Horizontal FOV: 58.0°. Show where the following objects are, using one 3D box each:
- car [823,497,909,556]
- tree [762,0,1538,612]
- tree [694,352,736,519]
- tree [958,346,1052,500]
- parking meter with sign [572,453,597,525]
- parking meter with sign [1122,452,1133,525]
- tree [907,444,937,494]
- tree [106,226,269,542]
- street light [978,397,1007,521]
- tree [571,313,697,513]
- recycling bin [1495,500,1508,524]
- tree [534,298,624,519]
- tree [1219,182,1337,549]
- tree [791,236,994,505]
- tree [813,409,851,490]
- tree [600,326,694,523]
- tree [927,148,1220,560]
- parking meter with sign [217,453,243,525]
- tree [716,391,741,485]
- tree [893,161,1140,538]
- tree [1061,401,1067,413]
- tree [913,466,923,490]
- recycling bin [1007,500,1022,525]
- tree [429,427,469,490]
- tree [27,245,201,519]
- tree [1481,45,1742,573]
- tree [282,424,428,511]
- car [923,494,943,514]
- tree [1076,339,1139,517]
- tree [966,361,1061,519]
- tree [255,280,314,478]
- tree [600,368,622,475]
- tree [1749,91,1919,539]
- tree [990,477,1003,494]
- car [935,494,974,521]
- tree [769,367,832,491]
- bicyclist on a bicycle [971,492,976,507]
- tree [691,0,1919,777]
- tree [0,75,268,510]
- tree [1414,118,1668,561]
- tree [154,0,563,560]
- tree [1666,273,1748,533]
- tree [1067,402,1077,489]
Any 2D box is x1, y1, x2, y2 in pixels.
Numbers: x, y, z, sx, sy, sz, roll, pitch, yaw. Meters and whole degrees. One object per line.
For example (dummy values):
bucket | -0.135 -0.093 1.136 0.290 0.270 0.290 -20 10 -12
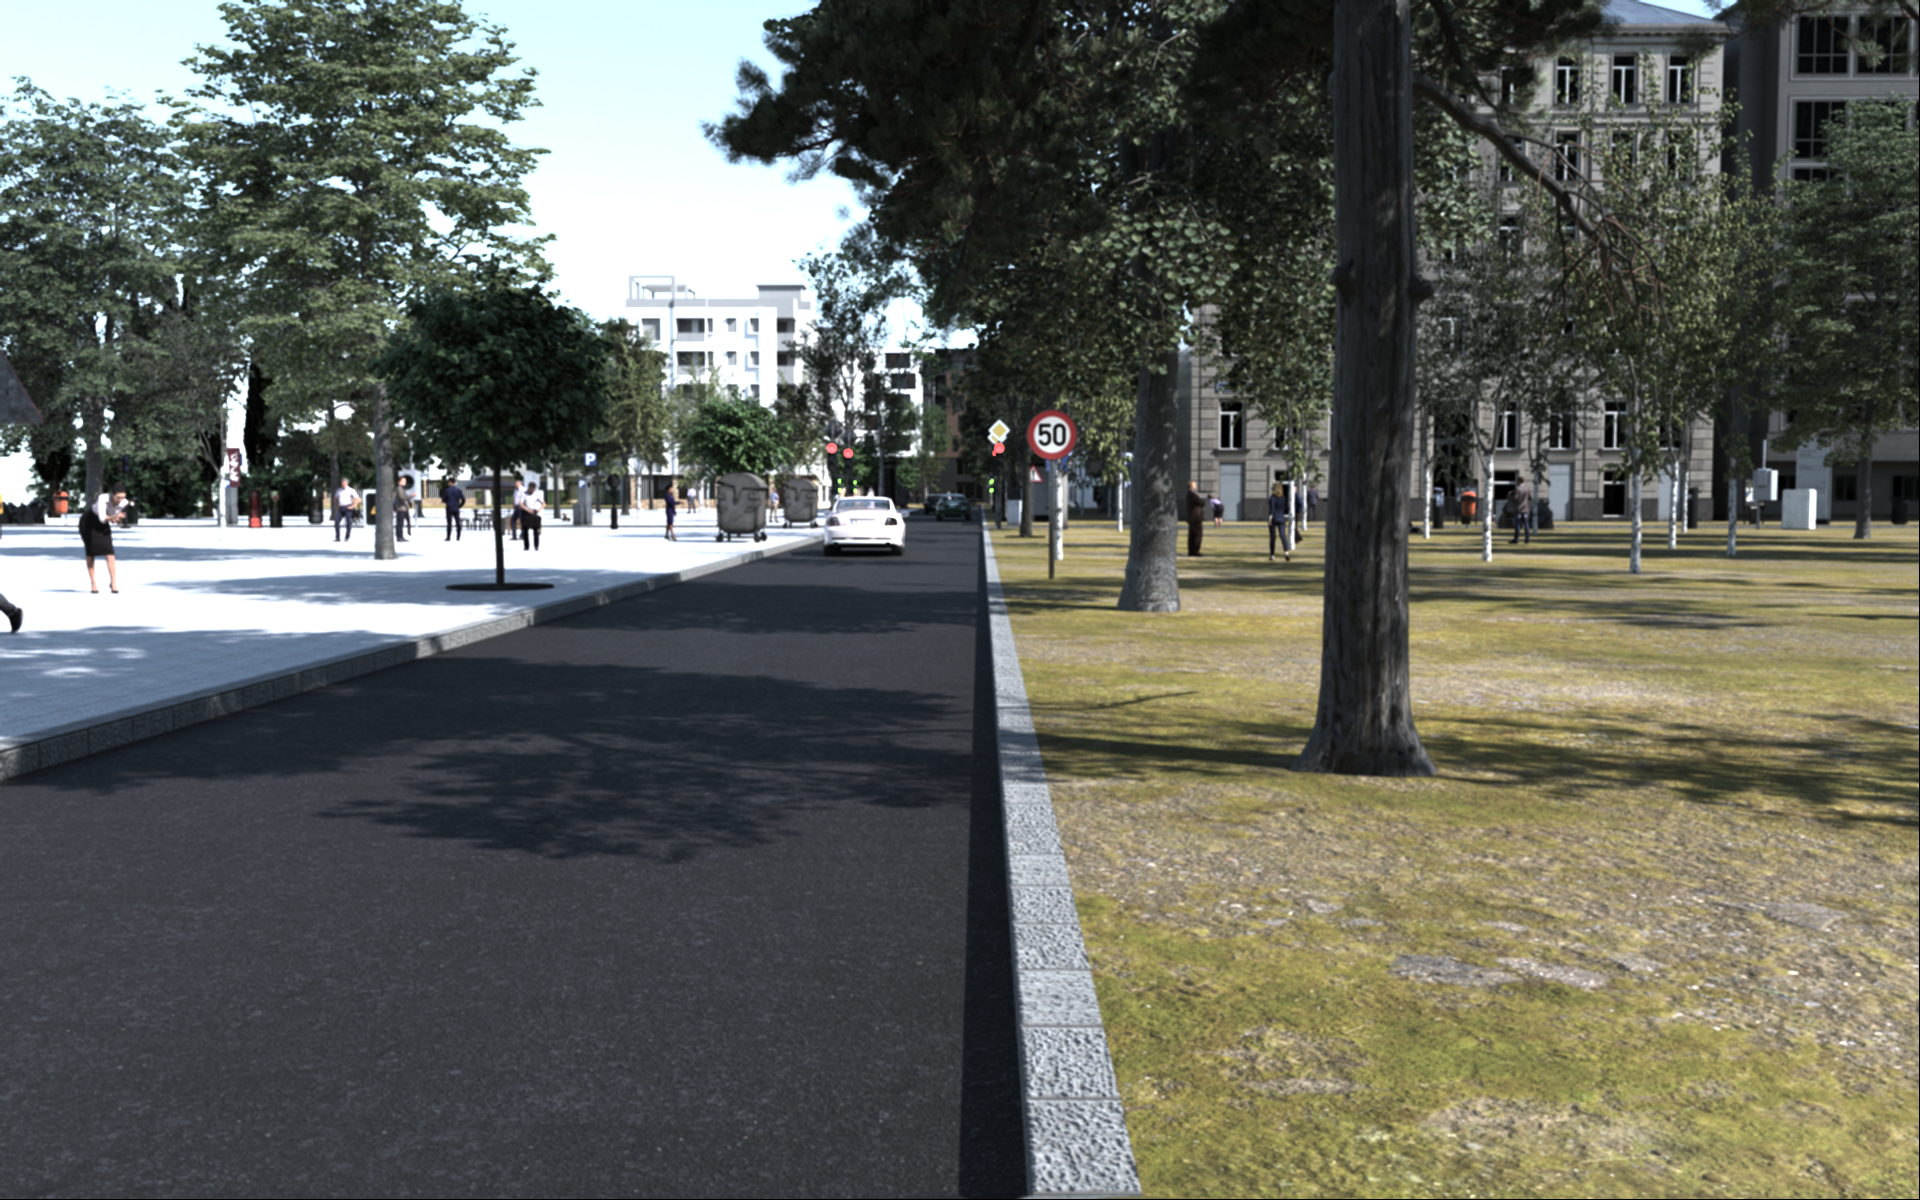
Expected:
car | -2.274 -1.792 41.667 2.083 1.381 4.827 0 4 -1
tree | 2.110 -6.863 18.867 9.857 13.997 8.962 0 3 0
tree | -13.513 -8.477 88.954 4.737 8.622 4.395 0 3 0
tree | 3.888 -13.849 133.861 7.806 13.903 7.818 0 3 0
parking meter with sign | -15.703 -4.656 72.386 0.543 3.016 1.738 0 4 8
parking meter with sign | 7.079 -4.675 72.705 0.543 3.016 1.738 1 4 8
tree | -4.653 -16.688 223.218 4.360 8.622 3.978 0 3 0
tree | -19.886 -5.846 45.953 4.360 8.622 3.978 0 3 0
street light | 1.551 -6.701 82.103 1.470 5.913 1.316 0 4 1
tree | -24.990 -12.734 118.575 12.009 13.543 11.850 0 3 0
recycling bin | 23.251 -3.732 73.580 0.722 1.027 0.722 -2 4 -24
tree | -20.955 -9.999 89.239 9.928 11.665 9.643 0 3 0
tree | 7.447 -5.474 39.862 4.737 8.622 4.395 0 3 0
tree | -4.238 -15.677 112.214 12.611 20.169 13.585 0 3 0
tree | -10.286 -11.902 144.966 4.360 8.622 3.978 0 3 0
tree | -14.130 -7.674 75.836 4.737 8.622 4.395 0 3 0
tree | 2.007 -5.072 33.292 4.737 8.622 4.395 0 3 0
parking meter with sign | -30.787 -4.691 72.964 0.543 3.016 1.738 0 4 -2
tree | -16.283 -10.482 121.746 4.360 8.622 3.978 0 3 0
tree | 1.810 -7.632 50.541 9.928 11.665 9.643 0 3 0
tree | 6.499 -9.793 110.478 4.360 8.622 3.978 0 3 0
tree | -5.062 -10.957 162.866 4.285 4.588 4.351 0 3 0
recycling bin | 2.450 -3.640 72.061 0.722 1.027 0.722 3 5 41
tree | -32.114 -9.775 110.182 4.737 8.622 4.395 0 3 0
tree | -44.193 -11.909 96.533 13.155 14.587 18.604 0 4 -1
tree | 10.733 -4.740 27.857 4.737 8.622 4.395 0 3 0
tree | -47.152 -10.392 132.820 11.467 7.101 20.602 -2 4 -29
car | -1.675 -7.078 125.512 2.009 1.686 4.222 0 4 1
tree | 7.873 -7.735 76.827 4.360 8.622 3.978 0 3 0
tree | 2.516 -8.292 85.942 4.360 8.622 3.978 0 3 0
tree | -29.863 -9.809 82.425 6.751 12.117 7.091 0 3 0
tree | -27.646 -12.949 129.847 7.486 12.596 7.792 0 3 0
tree | 26.380 -8.033 49.471 7.486 12.596 7.792 0 3 0
tree | 3.338 -10.509 166.429 1.663 3.219 1.824 0 3 0
car | -0.333 -5.055 94.441 2.131 1.459 4.920 0 4 2
tree | -9.236 -9.011 97.688 4.737 8.622 4.395 0 3 0
bicyclist on a bicycle | 1.483 -10.924 188.625 1.499 1.676 1.625 0 4 1
tree | 1.873 -5.235 7.647 6.751 12.117 7.091 0 3 0
tree | -27.049 -9.018 54.096 9.857 13.997 8.962 0 3 0
tree | 10.295 -5.057 33.045 4.360 8.622 3.978 0 3 0
tree | -11.651 -7.050 33.400 7.486 12.596 7.792 0 3 0
tree | 24.075 -6.572 57.807 4.360 8.622 3.978 0 3 0
tree | 8.246 -8.888 95.679 4.360 8.622 3.978 0 3 0
